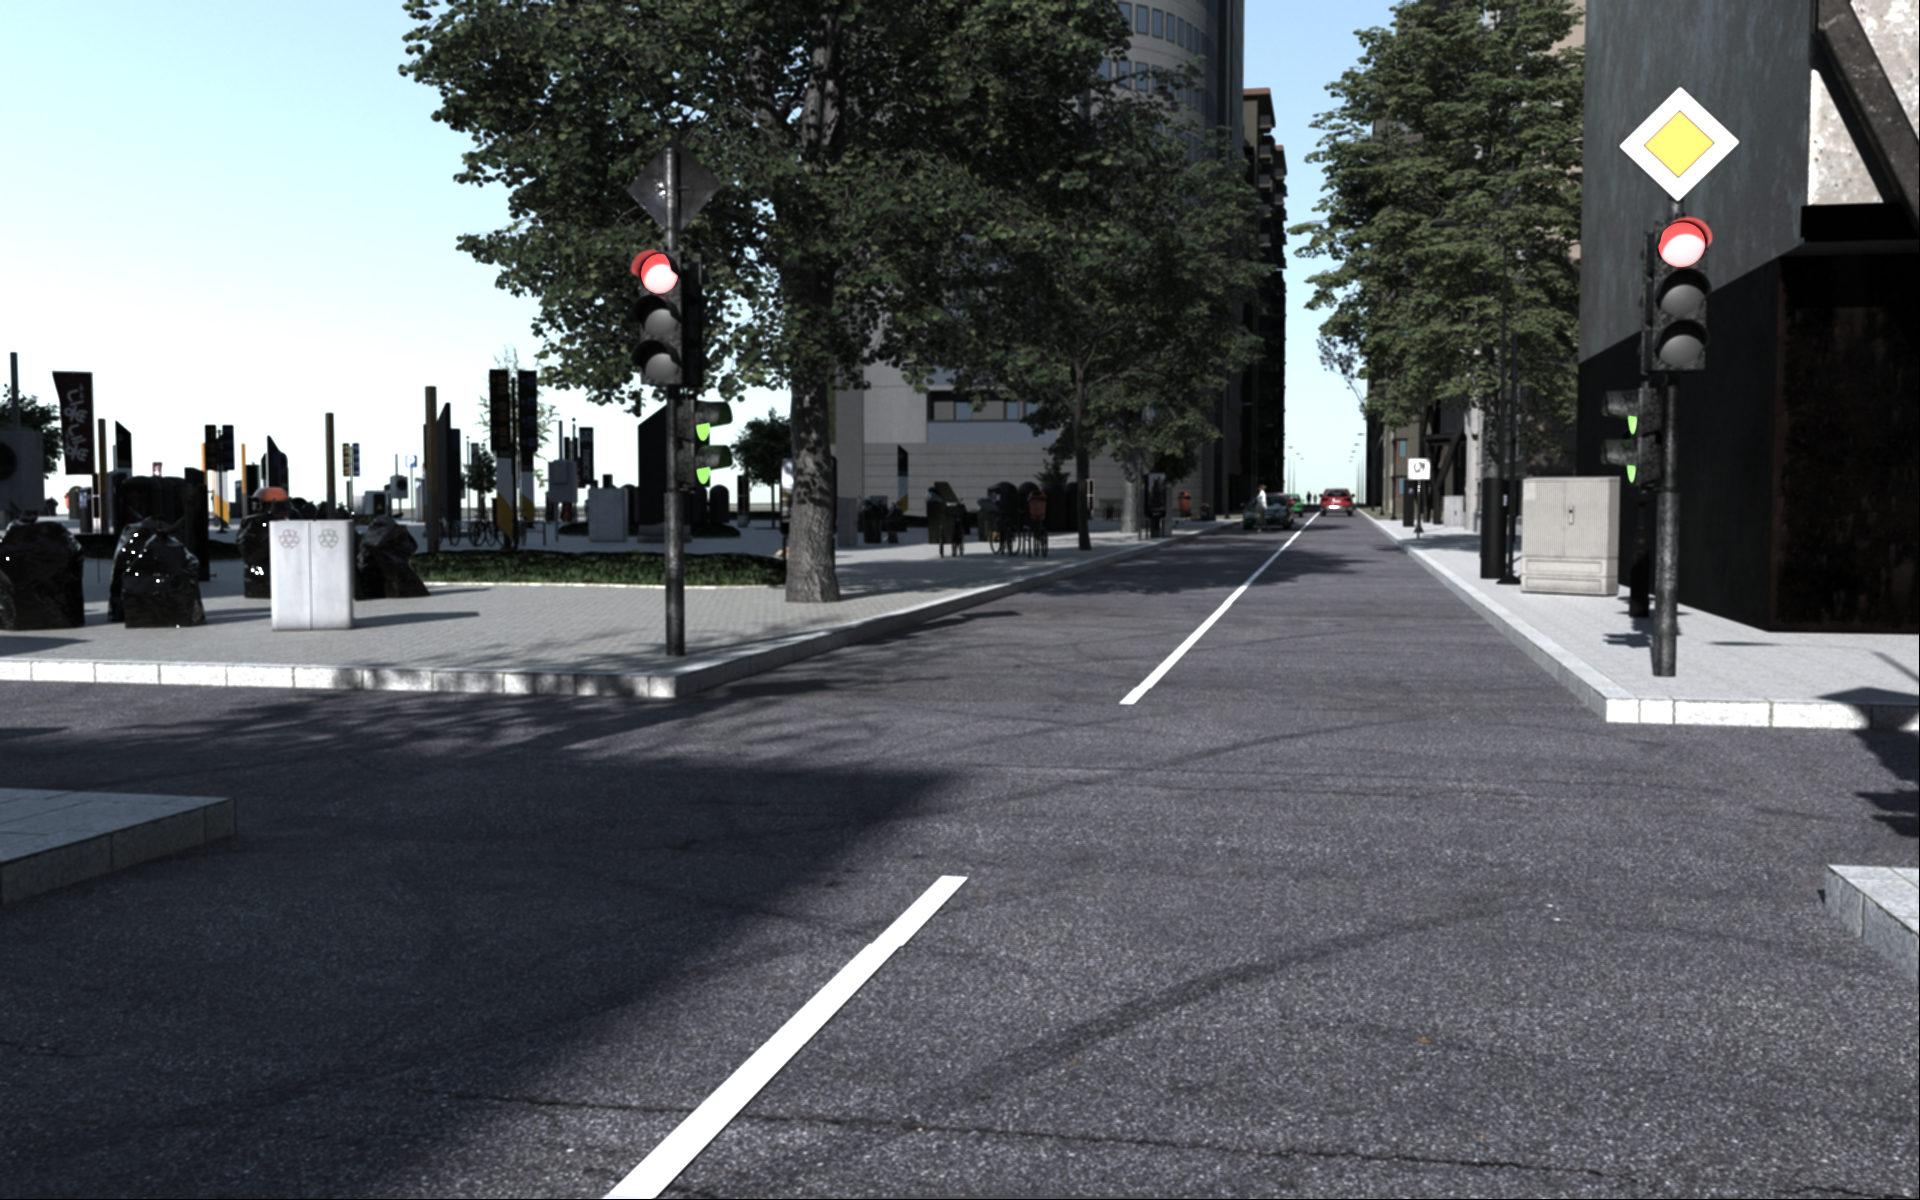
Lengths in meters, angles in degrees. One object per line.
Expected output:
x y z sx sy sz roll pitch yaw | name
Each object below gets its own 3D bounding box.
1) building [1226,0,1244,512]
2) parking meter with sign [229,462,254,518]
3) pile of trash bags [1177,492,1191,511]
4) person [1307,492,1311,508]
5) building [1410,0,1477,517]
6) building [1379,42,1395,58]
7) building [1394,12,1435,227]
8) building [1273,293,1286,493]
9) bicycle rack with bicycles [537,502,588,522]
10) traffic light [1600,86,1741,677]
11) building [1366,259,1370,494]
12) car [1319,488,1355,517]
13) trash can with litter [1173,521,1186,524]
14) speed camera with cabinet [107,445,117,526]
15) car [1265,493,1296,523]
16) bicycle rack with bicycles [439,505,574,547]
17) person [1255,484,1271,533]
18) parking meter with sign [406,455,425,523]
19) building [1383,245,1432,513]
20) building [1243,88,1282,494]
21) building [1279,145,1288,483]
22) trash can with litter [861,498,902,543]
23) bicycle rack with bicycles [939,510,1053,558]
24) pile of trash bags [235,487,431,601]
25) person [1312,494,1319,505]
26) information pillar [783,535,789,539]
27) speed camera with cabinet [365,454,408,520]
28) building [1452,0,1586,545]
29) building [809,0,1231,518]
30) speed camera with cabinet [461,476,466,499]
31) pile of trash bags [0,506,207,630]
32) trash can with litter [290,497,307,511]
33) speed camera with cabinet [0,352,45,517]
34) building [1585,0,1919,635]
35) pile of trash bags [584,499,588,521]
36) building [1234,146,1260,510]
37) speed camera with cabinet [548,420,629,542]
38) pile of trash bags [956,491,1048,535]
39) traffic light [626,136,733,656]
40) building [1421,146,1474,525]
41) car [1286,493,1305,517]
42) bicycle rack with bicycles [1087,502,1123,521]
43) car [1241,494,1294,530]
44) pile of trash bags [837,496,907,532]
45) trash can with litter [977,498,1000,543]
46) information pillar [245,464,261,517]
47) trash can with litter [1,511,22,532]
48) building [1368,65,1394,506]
12.899 -29.006 124.359 14.600 45.320 14.200 1 4 12 | building
-38.414 -5.890 92.570 0.543 3.016 1.738 1 4 9 | parking meter with sign
9.849 -4.612 85.156 3.447 1.369 1.912 3 5 41 | pile of trash bags
37.176 -10.708 184.499 0.541 1.710 0.530 0 4 -6 | person
37.369 -27.135 98.275 22.147 44.769 28.867 1 4 12 | building
64.516 -41.722 224.158 21.231 58.520 28.212 1 4 12 | building
44.400 -28.479 149.232 14.154 41.232 14.086 1 4 12 | building
36.828 -28.365 235.462 14.160 30.474 14.107 1 4 12 | building
-17.259 -3.736 74.460 2.852 0.926 2.925 -3 4 -37 | bicycle rack with bicycles
4.950 -1.418 12.104 0.839 4.253 0.868 1 4 12 | traffic light
55.480 -26.524 205.361 14.160 30.474 14.107 1 4 12 | building
24.354 -6.316 111.947 2.281 1.827 5.304 1 4 13 | car
8.692 -3.855 74.091 2.233 1.210 1.678 -1 4 -14 | trash can with litter
-33.212 -4.610 69.706 2.038 3.252 0.660 -1 4 -10 | speed camera with cabinet
15.219 -4.583 83.966 2.155 1.783 4.494 1 4 14 | car
-11.590 -1.818 43.110 2.852 0.926 2.925 -2 4 -34 | bicycle rack with bicycles
11.098 -3.345 63.411 0.641 1.798 0.478 0 4 5 | person
-24.312 -5.031 78.519 0.543 3.016 1.738 1 4 21 | parking meter with sign
45.823 -17.280 127.572 27.650 21.520 28.899 1 4 12 | building
22.296 -32.499 185.978 22.147 44.769 28.867 1 4 12 | building
29.020 -34.260 214.771 22.147 44.769 28.867 1 4 12 | building
-2.053 -2.072 45.265 1.055 1.170 0.624 -1 4 -9 | trash can with litter
0.628 -1.378 35.916 2.852 0.926 2.925 0 4 0 | bicycle rack with bicycles
-8.247 -0.752 22.042 1.912 1.369 3.447 -3 5 -43 | pile of trash bags
45.991 -12.990 224.149 0.557 1.426 1.065 -3 4 -36 | person
-4.921 -2.770 49.782 0.304 2.012 0.304 0 4 -1 | information pillar
-27.825 -5.486 84.027 0.660 3.252 2.038 3 5 40 | speed camera with cabinet
22.180 -16.188 50.584 13.634 28.700 20.117 1 4 12 | building
4.651 -34.324 103.194 21.231 58.520 28.212 1 4 12 | building
-24.600 -5.429 83.104 0.660 3.252 2.038 1 4 23 | speed camera with cabinet
-9.218 -0.443 16.998 3.447 1.369 1.912 -1 4 -16 | pile of trash bags
-22.985 -2.996 60.376 0.624 1.170 1.055 0 4 -3 | trash can with litter
-13.866 -1.817 24.051 2.038 3.252 0.660 0 4 3 | speed camera with cabinet
16.755 -9.253 18.745 16.811 18.784 16.820 1 4 12 | building
-17.312 -4.557 84.259 1.912 1.369 3.447 -1 4 -10 | pile of trash bags
19.007 -23.336 153.242 14.160 30.474 14.107 1 4 12 | building
-10.021 -3.203 46.705 2.038 3.252 0.660 0 3 0 | speed camera with cabinet
1.091 -2.765 54.963 3.447 1.369 1.912 1 4 14 | pile of trash bags
-2.246 -1.512 13.650 0.839 4.253 0.868 1 4 12 | traffic light
28.489 -12.662 74.474 16.820 18.784 16.811 1 4 12 | building
20.468 -6.058 107.851 1.959 1.807 4.718 1 4 11 | car
6.824 -4.242 82.745 2.852 0.926 2.925 0 4 3 | bicycle rack with bicycles
12.507 -3.583 70.381 2.131 1.459 4.920 1 4 12 | car
-3.616 -2.998 58.768 3.447 1.369 1.912 -1 4 -23 | pile of trash bags
0.869 -2.131 46.223 0.624 1.170 1.055 -2 4 -25 | trash can with litter
-17.584 -2.363 43.129 0.304 2.012 0.304 -1 4 -12 | information pillar
-30.942 -2.734 56.082 1.055 1.170 0.624 -2 4 -28 | trash can with litter
55.151 -34.391 185.988 21.300 48.544 21.600 1 4 12 | building
